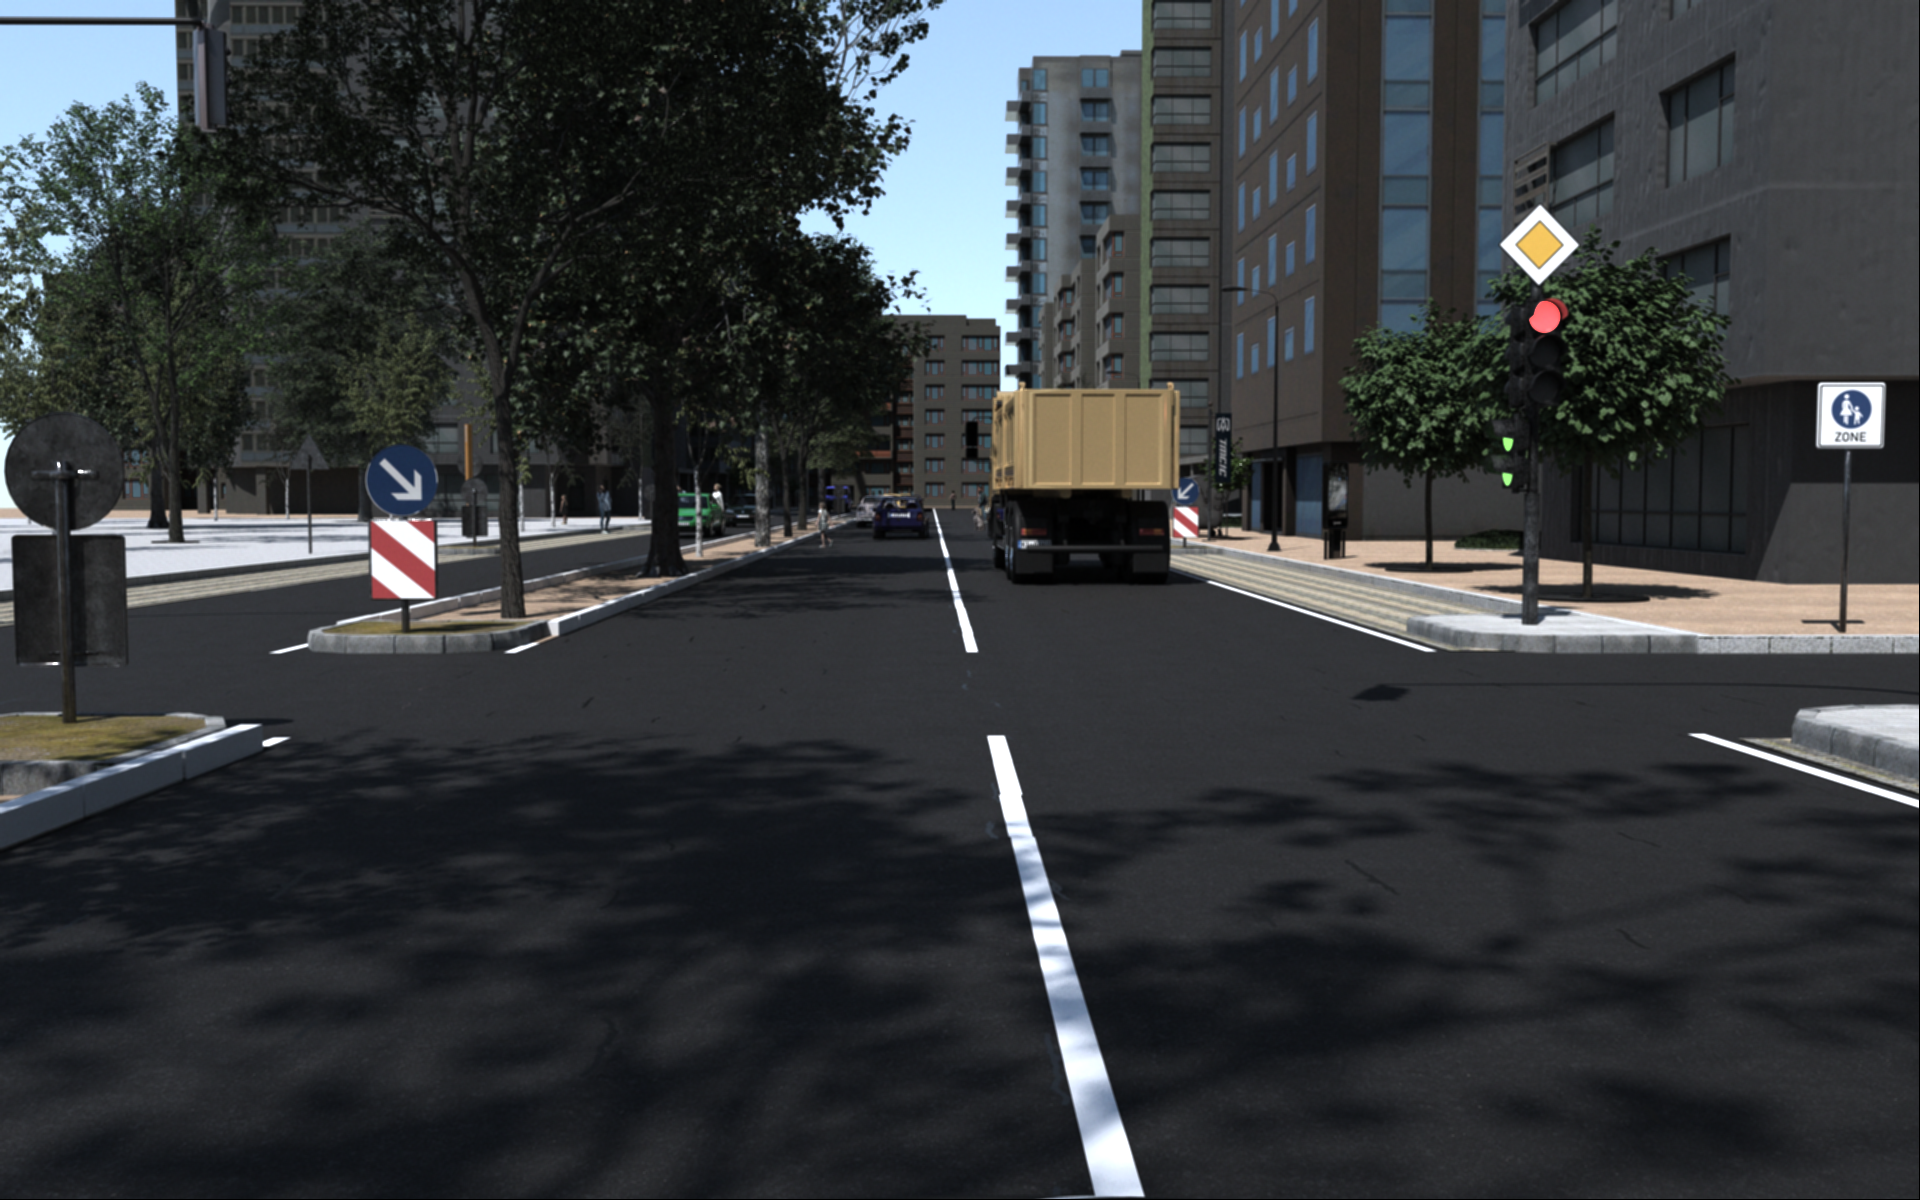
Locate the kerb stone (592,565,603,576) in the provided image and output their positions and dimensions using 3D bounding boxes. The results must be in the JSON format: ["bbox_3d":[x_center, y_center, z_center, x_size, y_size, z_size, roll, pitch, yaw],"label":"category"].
[{"bbox_3d":[-6.422,-0.489,30.200,0.120,0.150,1.000,0,4,-1],"label":"kerb stone"}]

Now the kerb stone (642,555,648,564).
[{"bbox_3d":[-6.505,-0.803,35.329,0.120,0.150,1.000,0,4,-1],"label":"kerb stone"}]

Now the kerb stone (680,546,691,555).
[{"bbox_3d":[-6.624,-1.180,41.496,0.120,0.150,1.000,0,4,-1],"label":"kerb stone"}]

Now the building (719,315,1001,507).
[{"bbox_3d":[-10.519,-21.189,191.471,28.899,21.520,27.650,0,4,-1],"label":"building"}]

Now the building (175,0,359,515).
[{"bbox_3d":[-34.708,-26.060,117.960,32.217,40.220,23.993,0,4,-1],"label":"building"}]

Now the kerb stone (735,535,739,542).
[{"bbox_3d":[-6.789,-1.807,51.733,0.120,0.150,1.000,0,4,-1],"label":"kerb stone"}]

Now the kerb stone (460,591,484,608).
[{"bbox_3d":[-6.274,0.012,21.997,0.120,0.150,1.000,0,4,-1],"label":"kerb stone"}]

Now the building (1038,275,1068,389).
[{"bbox_3d":[21.556,-18.730,151.276,27.650,21.520,28.899,0,4,-1],"label":"building"}]

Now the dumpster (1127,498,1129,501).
[{"bbox_3d":[4.726,-3.307,59.014,1.985,2.255,1.502,0,4,-1],"label":"dumpster"}]

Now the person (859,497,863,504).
[{"bbox_3d":[-4.597,-4.158,80.759,0.475,1.303,0.640,2,4,34],"label":"person"}]

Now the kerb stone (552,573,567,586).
[{"bbox_3d":[-6.365,-0.300,27.111,0.120,0.150,1.000,0,4,-1],"label":"kerb stone"}]

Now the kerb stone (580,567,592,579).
[{"bbox_3d":[-6.404,-0.426,29.165,0.120,0.150,1.000,0,4,-1],"label":"kerb stone"}]

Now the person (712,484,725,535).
[{"bbox_3d":[-8.509,-3.195,60.956,0.641,1.798,0.478,-3,5,-40],"label":"person"}]

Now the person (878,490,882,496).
[{"bbox_3d":[-6.638,-8.088,141.416,0.721,1.739,1.217,0,4,-5],"label":"person"}]

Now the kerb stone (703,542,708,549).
[{"bbox_3d":[-6.672,-1.369,44.571,0.120,0.150,1.000,0,4,-1],"label":"kerb stone"}]

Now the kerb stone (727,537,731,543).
[{"bbox_3d":[-6.755,-1.681,49.685,0.120,0.150,1.000,0,4,-1],"label":"kerb stone"}]

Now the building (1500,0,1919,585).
[{"bbox_3d":[17.662,-20.977,26.569,14.086,41.232,14.154,0,4,-1],"label":"building"}]

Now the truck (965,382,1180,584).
[{"bbox_3d":[1.949,-2.163,31.293,3.469,3.379,9.791,0,4,-2],"label":"truck"}]

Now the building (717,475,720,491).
[{"bbox_3d":[-32.155,-32.703,184.811,14.200,45.320,14.600,0,4,-1],"label":"building"}]

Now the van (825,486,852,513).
[{"bbox_3d":[-9.582,-8.029,135.656,2.240,2.365,5.245,0,4,-1],"label":"van"}]

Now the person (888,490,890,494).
[{"bbox_3d":[-4.728,-6.512,115.794,1.217,1.723,0.721,0,4,-7],"label":"person"}]

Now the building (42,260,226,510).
[{"bbox_3d":[-57.681,-18.664,150.190,28.899,21.520,27.650,0,4,-1],"label":"building"}]

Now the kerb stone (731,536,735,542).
[{"bbox_3d":[-6.774,-1.744,50.708,0.120,0.150,1.000,0,4,-1],"label":"kerb stone"}]

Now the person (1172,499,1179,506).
[{"bbox_3d":[9.104,-4.020,71.636,0.638,1.841,0.748,0,4,4],"label":"person"}]

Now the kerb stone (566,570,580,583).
[{"bbox_3d":[-6.375,-0.363,28.134,0.120,0.150,1.000,0,4,-1],"label":"kerb stone"}]

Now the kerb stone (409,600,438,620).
[{"bbox_3d":[-6.238,0.138,19.933,0.120,0.150,1.000,0,4,-1],"label":"kerb stone"}]

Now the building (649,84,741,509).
[{"bbox_3d":[-31.106,-27.918,148.343,23.993,40.220,32.217,0,4,-1],"label":"building"}]

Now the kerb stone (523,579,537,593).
[{"bbox_3d":[-6.334,-0.176,25.066,0.120,0.150,1.000,0,4,-1],"label":"kerb stone"}]

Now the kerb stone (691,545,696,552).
[{"bbox_3d":[-6.637,-1.243,42.519,0.120,0.150,1.000,0,4,-1],"label":"kerb stone"}]

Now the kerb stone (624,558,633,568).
[{"bbox_3d":[-6.480,-0.674,33.276,0.120,0.150,1.000,0,4,-1],"label":"kerb stone"}]

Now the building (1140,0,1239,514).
[{"bbox_3d":[17.255,-25.459,99.857,14.154,41.232,14.086,0,4,-1],"label":"building"}]

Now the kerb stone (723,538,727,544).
[{"bbox_3d":[-6.741,-1.618,48.663,0.120,0.150,1.000,0,4,-1],"label":"kerb stone"}]

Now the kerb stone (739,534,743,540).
[{"bbox_3d":[-6.816,-1.869,52.756,0.120,0.150,1.000,0,4,-1],"label":"kerb stone"}]

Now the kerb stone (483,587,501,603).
[{"bbox_3d":[-6.284,-0.050,23.020,0.120,0.150,1.000,0,4,-1],"label":"kerb stone"}]

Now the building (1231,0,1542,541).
[{"bbox_3d":[16.527,-24.622,52.687,14.600,45.320,14.200,0,4,-1],"label":"building"}]

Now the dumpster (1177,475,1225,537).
[{"bbox_3d":[7.223,-2.823,51.916,1.264,1.857,1.865,0,4,-1],"label":"dumpster"}]

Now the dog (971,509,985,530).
[{"bbox_3d":[0.752,-3.201,69.181,0.513,0.831,0.800,0,4,-6],"label":"dog"}]

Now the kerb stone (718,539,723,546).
[{"bbox_3d":[-6.717,-1.553,47.641,0.120,0.150,1.000,0,4,-1],"label":"kerb stone"}]

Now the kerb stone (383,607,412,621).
[{"bbox_3d":[-6.226,0.207,18.910,0.120,0.150,1.000,0,4,-1],"label":"kerb stone"}]

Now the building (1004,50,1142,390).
[{"bbox_3d":[20.093,-34.878,189.859,30.456,49.044,23.786,0,4,-1],"label":"building"}]

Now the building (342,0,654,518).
[{"bbox_3d":[-25.636,-25.354,98.136,14.154,41.232,14.086,0,4,-1],"label":"building"}]

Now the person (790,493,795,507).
[{"bbox_3d":[-16.679,-9.999,172.705,1.217,1.735,0.721,-2,4,-28],"label":"person"}]

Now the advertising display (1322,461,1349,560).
[{"bbox_3d":[7.402,-1.771,34.162,0.123,1.923,0.974,3,4,36],"label":"advertising display"}]

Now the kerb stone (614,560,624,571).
[{"bbox_3d":[-6.454,-0.615,32.254,0.120,0.150,1.000,0,4,-1],"label":"kerb stone"}]

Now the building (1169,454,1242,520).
[{"bbox_3d":[26.823,-23.743,80.071,32.217,40.220,23.993,0,4,-1],"label":"building"}]

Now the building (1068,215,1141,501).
[{"bbox_3d":[22.788,-16.940,122.010,27.650,21.520,28.899,0,4,-1],"label":"building"}]

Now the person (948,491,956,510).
[{"bbox_3d":[-0.673,-8.899,154.708,0.721,1.736,1.217,2,4,32],"label":"person"}]

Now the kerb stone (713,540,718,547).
[{"bbox_3d":[-6.705,-1.489,46.619,0.120,0.150,1.000,0,4,-1],"label":"kerb stone"}]

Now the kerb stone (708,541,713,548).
[{"bbox_3d":[-6.689,-1.431,45.593,0.120,0.150,1.000,0,4,-1],"label":"kerb stone"}]

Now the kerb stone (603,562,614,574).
[{"bbox_3d":[-6.434,-0.552,31.227,0.120,0.150,1.000,0,4,-1],"label":"kerb stone"}]

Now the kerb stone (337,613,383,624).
[{"bbox_3d":[-6.201,0.264,17.877,0.120,0.150,1.000,0,4,-1],"label":"kerb stone"}]

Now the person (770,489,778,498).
[{"bbox_3d":[-17.799,-9.747,165.490,0.705,1.814,1.350,2,4,27],"label":"person"}]

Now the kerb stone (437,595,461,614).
[{"bbox_3d":[-6.265,0.075,20.964,0.120,0.150,1.000,0,4,-1],"label":"kerb stone"}]

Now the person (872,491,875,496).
[{"bbox_3d":[-8.232,-9.634,166.844,0.721,1.723,1.217,2,4,28],"label":"person"}]

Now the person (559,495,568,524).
[{"bbox_3d":[-16.881,-3.852,73.698,0.373,1.253,0.362,1,4,21],"label":"person"}]

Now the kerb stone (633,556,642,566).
[{"bbox_3d":[-6.496,-0.740,34.298,0.120,0.150,1.000,0,4,-1],"label":"kerb stone"}]

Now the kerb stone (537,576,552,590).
[{"bbox_3d":[-6.350,-0.235,26.089,0.120,0.150,1.000,0,4,-1],"label":"kerb stone"}]
